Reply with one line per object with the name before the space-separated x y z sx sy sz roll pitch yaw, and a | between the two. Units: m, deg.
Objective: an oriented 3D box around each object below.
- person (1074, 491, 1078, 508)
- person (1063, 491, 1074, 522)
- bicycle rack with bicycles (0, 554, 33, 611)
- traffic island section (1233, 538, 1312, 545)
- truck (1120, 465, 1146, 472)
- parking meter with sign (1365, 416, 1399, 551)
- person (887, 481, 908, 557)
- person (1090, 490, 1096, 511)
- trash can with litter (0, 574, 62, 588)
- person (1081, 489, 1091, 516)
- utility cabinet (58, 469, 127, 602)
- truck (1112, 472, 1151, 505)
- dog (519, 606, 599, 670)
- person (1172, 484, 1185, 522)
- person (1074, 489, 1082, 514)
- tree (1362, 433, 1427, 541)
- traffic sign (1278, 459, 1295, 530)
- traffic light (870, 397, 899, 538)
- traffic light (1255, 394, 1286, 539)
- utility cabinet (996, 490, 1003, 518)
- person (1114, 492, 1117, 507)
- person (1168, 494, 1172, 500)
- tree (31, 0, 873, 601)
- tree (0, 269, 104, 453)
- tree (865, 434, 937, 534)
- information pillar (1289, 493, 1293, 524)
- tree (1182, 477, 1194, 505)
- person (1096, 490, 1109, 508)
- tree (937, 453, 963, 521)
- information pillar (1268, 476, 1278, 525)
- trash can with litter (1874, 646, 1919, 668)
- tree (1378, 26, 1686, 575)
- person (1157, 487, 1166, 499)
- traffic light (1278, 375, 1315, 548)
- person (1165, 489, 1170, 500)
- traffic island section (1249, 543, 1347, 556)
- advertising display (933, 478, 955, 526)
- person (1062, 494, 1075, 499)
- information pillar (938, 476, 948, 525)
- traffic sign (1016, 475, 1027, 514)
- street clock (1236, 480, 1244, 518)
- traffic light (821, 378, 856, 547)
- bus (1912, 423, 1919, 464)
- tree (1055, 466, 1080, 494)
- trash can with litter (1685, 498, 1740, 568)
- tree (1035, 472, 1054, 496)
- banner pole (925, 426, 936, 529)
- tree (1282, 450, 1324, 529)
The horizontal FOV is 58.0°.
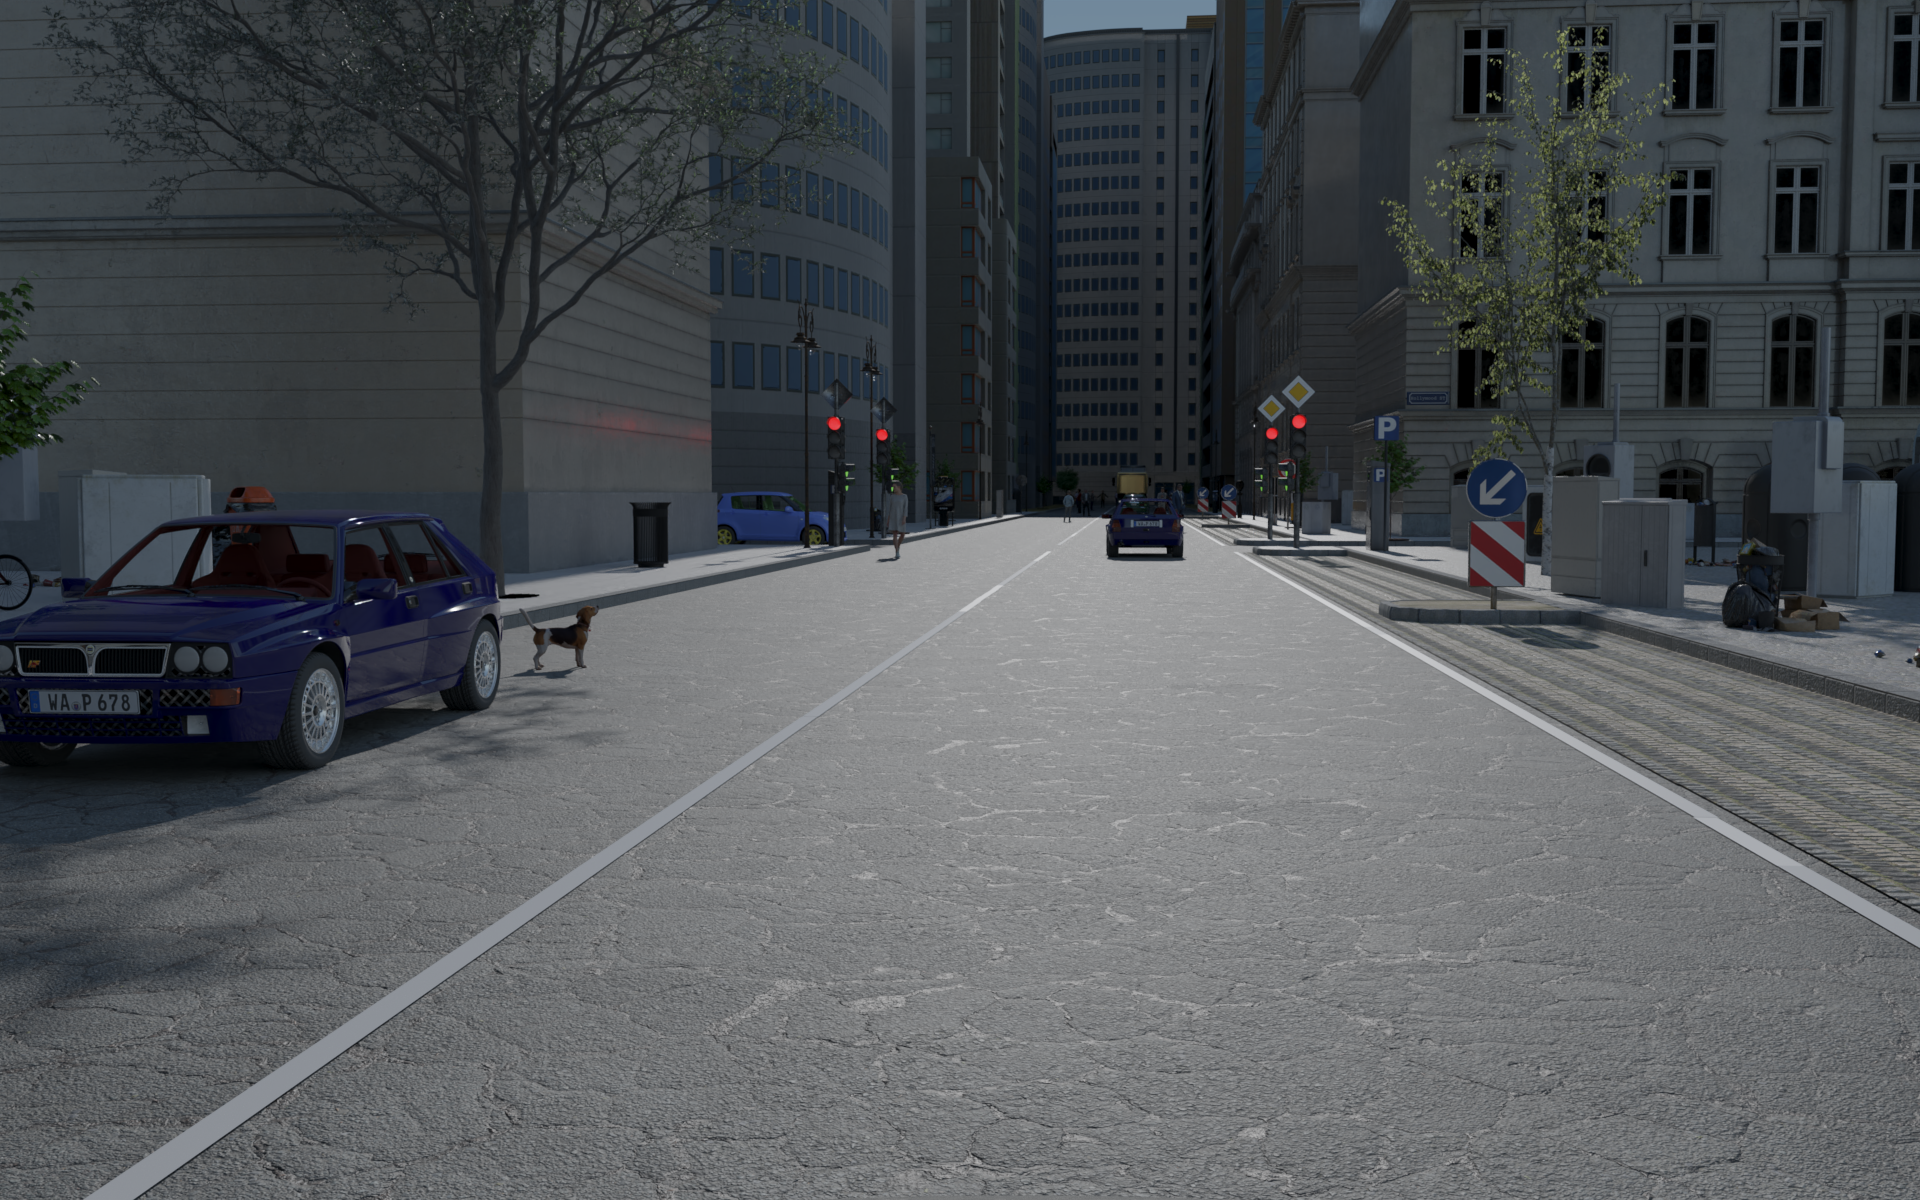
person | 12.055 -10.346 178.595 0.756 1.711 0.436 -1 4 -17
person | 5.561 -4.792 88.661 0.589 1.601 0.330 1 4 21
bicycle rack with bicycles | -11.842 -0.298 18.261 2.925 0.926 2.852 1 4 13
traffic island section | 8.809 -1.640 49.090 2.009 0.180 2.903 0 4 6
truck | 17.398 -11.326 174.098 2.839 4.237 11.283 0 4 6
parking meter with sign | 9.554 -2.643 39.470 0.543 3.016 1.738 0 4 4
person | -1.437 -1.849 39.484 0.466 1.731 0.760 -1 4 -14
person | 11.503 -8.538 148.625 0.750 1.759 0.617 2 4 29
trash can with litter | -12.513 -0.817 24.422 2.233 1.210 1.678 1 4 20
person | 8.170 -6.305 111.978 0.661 1.777 0.834 -1 4 -21
utility cabinet | -8.049 -0.455 16.125 0.318 1.500 1.173 -3 5 -41
truck | 14.885 -9.420 149.938 3.469 3.379 9.791 0 4 5
dog | -3.291 0.307 14.265 0.406 0.507 0.540 2 4 27
person | 8.295 -3.496 65.840 0.419 1.800 0.721 3 5 45
person | 8.758 -7.288 127.619 0.705 1.831 1.348 2 4 25
tree | 12.008 -3.247 47.684 1.663 3.219 1.824 0 3 0
traffic sign | 11.824 -3.810 62.392 0.768 2.556 0.104 1 4 10
traffic light | -2.189 -3.739 50.055 0.839 4.253 0.868 0 4 6
traffic light | 8.770 -3.673 48.980 0.839 4.253 0.868 0 4 6
utility cabinet | 2.125 -5.153 92.925 0.318 1.500 1.173 0 4 5
person | 17.503 -11.210 192.728 0.436 1.711 0.756 -1 4 -21
person | 20.026 -9.228 162.574 0.799 1.438 0.628 -3 5 -41
tree | -5.656 -6.769 21.043 12.009 13.543 11.850 0 3 0
tree | -7.469 -1.105 12.670 1.663 3.219 1.824 0 3 0
tree | -1.992 -3.725 55.501 1.663 3.219 1.824 0 3 0
information pillar | 14.275 -5.036 73.685 0.504 3.616 0.183 -3 4 -38
tree | 25.674 -12.350 196.525 1.663 3.219 1.824 0 3 0
person | 14.926 -10.552 181.116 1.348 1.812 0.705 1 4 18
tree | -0.650 -5.331 81.771 1.663 3.219 1.824 0 3 0
information pillar | 13.038 -4.139 72.161 0.304 2.012 0.304 2 4 35
trash can with litter | 7.887 -0.125 13.108 1.678 1.210 2.233 3 5 42
tree | 9.095 -4.705 27.294 4.360 8.622 3.978 0 3 0
person | 11.238 -5.371 96.501 0.511 1.800 0.466 1 4 12
traffic light | 7.976 -3.187 41.034 0.839 4.253 0.868 0 4 6
person | 17.622 -8.523 147.849 0.705 1.824 1.348 -1 4 -13
traffic island section | 8.015 -1.154 41.144 2.009 0.180 2.903 0 4 6
advertising display | -0.633 -3.899 68.956 0.974 1.923 0.123 2 4 35
person | 9.423 -8.621 149.978 1.217 1.766 0.721 0 4 8
information pillar | -0.699 -4.054 70.772 0.304 2.012 0.304 -2 4 -26
traffic sign | 4.007 -6.920 113.249 0.768 2.556 0.104 1 4 9
street clock | 14.880 -5.353 92.094 0.471 2.002 0.358 -3 5 -41
traffic light | -2.983 -3.253 42.109 0.839 4.253 0.868 0 4 6
bus | 31.018 -2.928 42.733 13.247 3.499 2.948 0 4 7
tree | 12.510 -13.362 202.174 4.285 4.588 4.351 0 3 0
trash can with litter | 13.405 -1.207 30.793 1.678 1.210 2.233 -1 4 -14
tree | 7.201 -9.347 147.427 1.663 3.219 1.824 0 3 0
banner pole | -1.018 -4.491 63.440 0.401 3.779 0.863 -1 4 -17
tree | 12.809 -4.296 64.843 1.663 3.219 1.824 0 3 0
